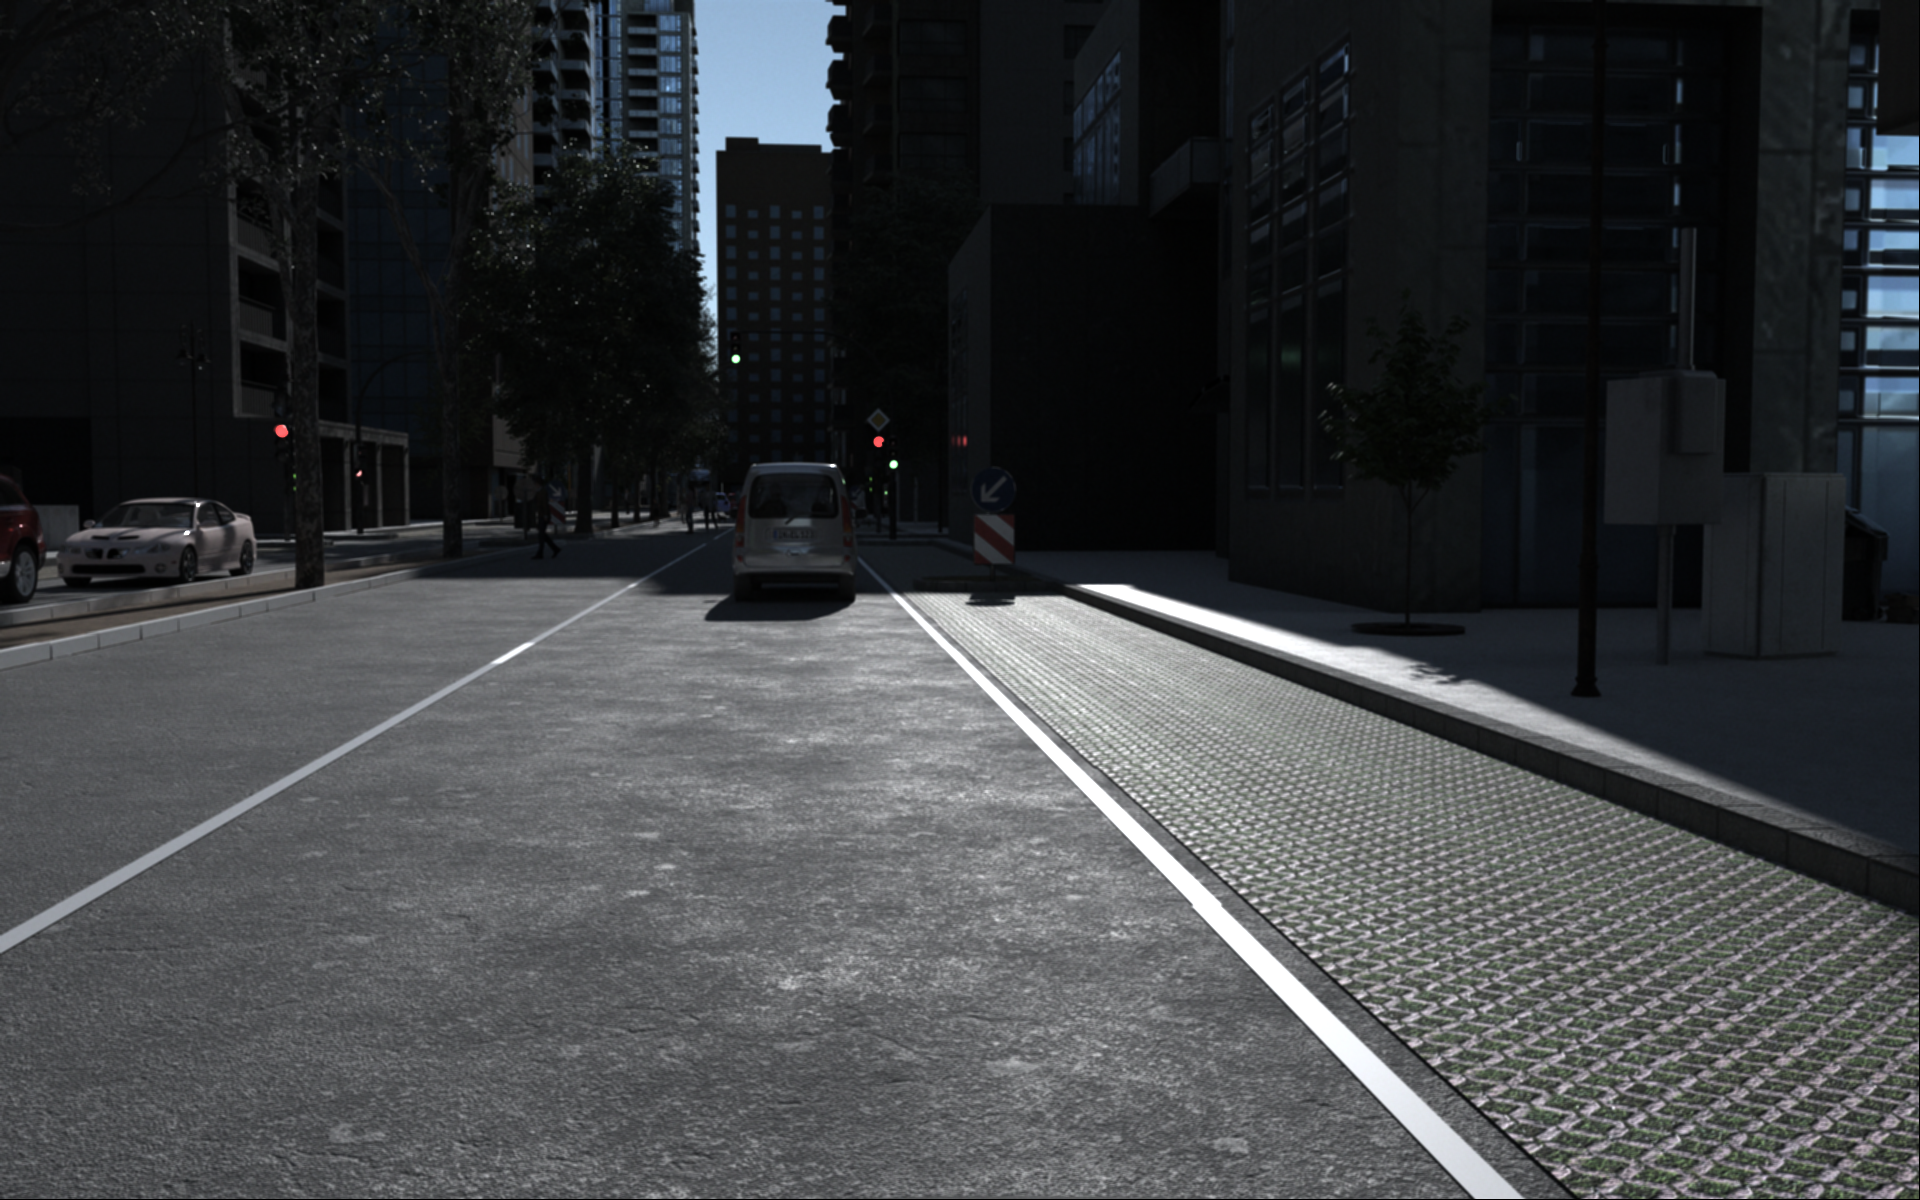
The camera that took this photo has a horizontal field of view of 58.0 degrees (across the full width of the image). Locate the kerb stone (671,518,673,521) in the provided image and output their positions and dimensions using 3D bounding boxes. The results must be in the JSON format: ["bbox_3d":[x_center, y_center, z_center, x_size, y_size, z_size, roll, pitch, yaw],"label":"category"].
[{"bbox_3d":[-15.081,-4.120,89.559,0.120,0.150,1.000,0,4,-5],"label":"kerb stone"}]

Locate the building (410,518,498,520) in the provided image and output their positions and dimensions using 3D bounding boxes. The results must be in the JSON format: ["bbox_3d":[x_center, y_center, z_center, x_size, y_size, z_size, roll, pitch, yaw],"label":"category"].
[{"bbox_3d":[-30.902,-27.021,91.903,14.600,45.320,14.200,0,4,-5],"label":"building"}]

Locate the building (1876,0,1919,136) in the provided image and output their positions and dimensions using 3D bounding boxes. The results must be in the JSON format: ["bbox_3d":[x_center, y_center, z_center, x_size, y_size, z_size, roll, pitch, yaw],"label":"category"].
[{"bbox_3d":[10.708,-19.525,2.833,14.154,41.232,14.086,0,4,-5],"label":"building"}]

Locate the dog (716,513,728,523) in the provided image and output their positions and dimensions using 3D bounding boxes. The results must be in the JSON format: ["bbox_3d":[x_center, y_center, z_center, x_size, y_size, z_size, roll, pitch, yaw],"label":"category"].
[{"bbox_3d":[-11.599,-3.984,84.421,0.406,0.507,0.540,1,4,19],"label":"dog"}]

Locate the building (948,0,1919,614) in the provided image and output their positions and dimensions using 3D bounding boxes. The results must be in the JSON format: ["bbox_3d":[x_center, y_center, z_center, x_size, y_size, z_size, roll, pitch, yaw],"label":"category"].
[{"bbox_3d":[12.265,-44.009,32.225,22.319,86.520,31.000,0,4,-5],"label":"building"}]

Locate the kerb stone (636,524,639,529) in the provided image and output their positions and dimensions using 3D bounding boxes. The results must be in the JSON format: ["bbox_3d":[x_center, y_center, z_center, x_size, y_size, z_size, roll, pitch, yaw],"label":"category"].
[{"bbox_3d":[-13.219,-2.932,70.136,0.120,0.150,1.000,0,4,-5],"label":"kerb stone"}]

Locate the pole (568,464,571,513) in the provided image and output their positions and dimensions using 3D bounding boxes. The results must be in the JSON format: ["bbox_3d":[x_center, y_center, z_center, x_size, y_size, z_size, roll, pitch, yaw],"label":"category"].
[{"bbox_3d":[-26.797,-7.646,118.853,0.158,3.312,0.155,0,3,0],"label":"pole"}]

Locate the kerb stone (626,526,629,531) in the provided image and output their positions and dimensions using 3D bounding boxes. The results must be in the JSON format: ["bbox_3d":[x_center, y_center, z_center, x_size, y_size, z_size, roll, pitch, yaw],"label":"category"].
[{"bbox_3d":[-12.828,-2.679,66.048,0.120,0.150,1.000,0,4,-5],"label":"kerb stone"}]

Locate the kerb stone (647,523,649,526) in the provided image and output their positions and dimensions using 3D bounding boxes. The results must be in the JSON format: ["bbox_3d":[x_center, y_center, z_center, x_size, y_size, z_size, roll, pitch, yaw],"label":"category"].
[{"bbox_3d":[-13.710,-3.245,75.256,0.120,0.150,1.000,0,4,-5],"label":"kerb stone"}]

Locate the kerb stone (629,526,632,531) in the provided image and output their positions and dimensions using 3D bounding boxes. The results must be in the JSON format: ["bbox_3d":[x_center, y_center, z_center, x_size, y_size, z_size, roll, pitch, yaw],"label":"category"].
[{"bbox_3d":[-12.926,-2.745,67.072,0.120,0.150,1.000,0,4,-5],"label":"kerb stone"}]

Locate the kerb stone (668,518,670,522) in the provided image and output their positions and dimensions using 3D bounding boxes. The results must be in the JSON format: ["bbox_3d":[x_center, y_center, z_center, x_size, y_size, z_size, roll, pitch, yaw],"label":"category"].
[{"bbox_3d":[-14.888,-3.995,87.521,0.120,0.150,1.000,0,4,-5],"label":"kerb stone"}]

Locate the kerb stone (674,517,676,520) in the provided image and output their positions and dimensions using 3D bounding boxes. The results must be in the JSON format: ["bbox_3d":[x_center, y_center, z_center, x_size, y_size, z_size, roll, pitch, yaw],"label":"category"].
[{"bbox_3d":[-15.275,-4.241,91.616,0.120,0.150,1.000,0,4,-5],"label":"kerb stone"}]

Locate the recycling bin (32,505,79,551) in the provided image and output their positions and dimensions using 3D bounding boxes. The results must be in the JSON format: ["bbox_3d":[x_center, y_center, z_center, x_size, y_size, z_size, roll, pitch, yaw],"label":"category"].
[{"bbox_3d":[-20.589,-1.644,39.427,0.722,1.027,0.722,2,4,29],"label":"recycling bin"}]

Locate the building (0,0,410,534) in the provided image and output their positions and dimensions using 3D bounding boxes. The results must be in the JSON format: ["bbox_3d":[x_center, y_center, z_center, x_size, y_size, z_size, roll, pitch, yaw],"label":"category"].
[{"bbox_3d":[-32.010,-38.183,62.541,20.563,71.187,20.611,0,4,-5],"label":"building"}]

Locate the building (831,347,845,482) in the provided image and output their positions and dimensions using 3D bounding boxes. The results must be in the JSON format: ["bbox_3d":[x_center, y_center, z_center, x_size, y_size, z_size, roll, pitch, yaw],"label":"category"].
[{"bbox_3d":[-0.316,-21.373,194.493,27.650,21.520,28.899,0,4,-5],"label":"building"}]

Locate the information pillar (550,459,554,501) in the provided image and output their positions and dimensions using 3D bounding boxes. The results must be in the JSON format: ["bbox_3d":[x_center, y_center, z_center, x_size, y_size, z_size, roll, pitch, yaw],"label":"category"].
[{"bbox_3d":[-25.832,-7.233,109.617,0.183,3.616,0.504,0,4,7],"label":"information pillar"}]

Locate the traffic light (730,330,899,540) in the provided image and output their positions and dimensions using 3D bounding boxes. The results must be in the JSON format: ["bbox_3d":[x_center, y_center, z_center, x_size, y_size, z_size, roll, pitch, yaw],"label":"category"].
[{"bbox_3d":[-3.989,-4.503,48.296,4.771,5.953,1.251,0,4,-5],"label":"traffic light"}]

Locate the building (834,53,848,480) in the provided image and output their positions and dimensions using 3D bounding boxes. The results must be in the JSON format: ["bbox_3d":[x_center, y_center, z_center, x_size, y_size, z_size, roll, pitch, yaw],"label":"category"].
[{"bbox_3d":[-4.677,-31.901,171.684,14.600,45.320,14.200,0,4,-5],"label":"building"}]

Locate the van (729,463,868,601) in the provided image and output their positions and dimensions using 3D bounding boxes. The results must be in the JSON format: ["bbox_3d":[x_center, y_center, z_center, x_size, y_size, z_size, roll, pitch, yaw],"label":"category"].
[{"bbox_3d":[-2.311,-1.078,24.633,2.013,2.044,4.112,0,4,-4],"label":"van"}]

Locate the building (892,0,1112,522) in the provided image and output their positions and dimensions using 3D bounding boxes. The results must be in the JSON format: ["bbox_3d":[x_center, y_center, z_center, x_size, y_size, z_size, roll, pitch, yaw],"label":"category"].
[{"bbox_3d":[3.558,-19.219,85.939,14.160,30.474,14.107,0,4,-5],"label":"building"}]

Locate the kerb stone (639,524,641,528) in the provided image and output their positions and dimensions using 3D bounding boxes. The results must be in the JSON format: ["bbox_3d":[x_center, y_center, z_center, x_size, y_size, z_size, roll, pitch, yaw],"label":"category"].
[{"bbox_3d":[-13.321,-2.995,71.156,0.120,0.150,1.000,0,4,-5],"label":"kerb stone"}]

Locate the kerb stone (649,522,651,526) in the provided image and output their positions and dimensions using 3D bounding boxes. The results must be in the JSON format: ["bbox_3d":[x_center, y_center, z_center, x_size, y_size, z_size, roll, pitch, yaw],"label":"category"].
[{"bbox_3d":[-13.816,-3.308,76.278,0.120,0.150,1.000,0,4,-5],"label":"kerb stone"}]

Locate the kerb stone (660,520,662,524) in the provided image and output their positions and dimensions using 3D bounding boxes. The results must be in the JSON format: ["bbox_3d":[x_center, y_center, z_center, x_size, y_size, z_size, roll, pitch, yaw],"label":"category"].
[{"bbox_3d":[-14.400,-3.683,82.407,0.120,0.150,1.000,0,4,-5],"label":"kerb stone"}]

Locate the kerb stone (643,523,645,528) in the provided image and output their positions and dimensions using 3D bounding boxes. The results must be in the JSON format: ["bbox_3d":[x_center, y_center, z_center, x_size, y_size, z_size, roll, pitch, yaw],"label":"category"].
[{"bbox_3d":[-13.519,-3.120,73.214,0.120,0.150,1.000,0,4,-5],"label":"kerb stone"}]

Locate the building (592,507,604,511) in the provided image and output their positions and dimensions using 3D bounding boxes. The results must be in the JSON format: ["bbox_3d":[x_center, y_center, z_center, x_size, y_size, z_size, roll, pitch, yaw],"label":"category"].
[{"bbox_3d":[-40.727,-50.736,142.209,22.319,86.520,31.000,0,4,-5],"label":"building"}]

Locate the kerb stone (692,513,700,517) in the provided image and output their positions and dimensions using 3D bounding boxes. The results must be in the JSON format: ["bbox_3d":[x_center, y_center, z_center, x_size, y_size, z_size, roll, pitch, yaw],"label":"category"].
[{"bbox_3d":[-17.536,-5.674,115.102,0.120,0.150,1.000,0,4,-5],"label":"kerb stone"}]

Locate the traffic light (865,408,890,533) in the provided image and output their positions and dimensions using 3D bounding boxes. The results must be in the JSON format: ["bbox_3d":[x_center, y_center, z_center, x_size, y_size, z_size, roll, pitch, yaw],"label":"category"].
[{"bbox_3d":[-2.679,-4.139,56.585,0.839,4.253,0.868,0,4,-5],"label":"traffic light"}]

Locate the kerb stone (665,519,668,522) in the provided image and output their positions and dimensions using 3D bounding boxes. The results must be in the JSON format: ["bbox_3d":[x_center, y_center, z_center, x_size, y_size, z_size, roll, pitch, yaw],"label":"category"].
[{"bbox_3d":[-14.790,-3.930,86.498,0.120,0.150,1.000,0,4,-5],"label":"kerb stone"}]

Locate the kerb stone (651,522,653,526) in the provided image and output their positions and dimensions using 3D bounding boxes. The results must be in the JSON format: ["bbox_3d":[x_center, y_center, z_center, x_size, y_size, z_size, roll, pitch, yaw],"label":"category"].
[{"bbox_3d":[-13.903,-3.371,77.306,0.120,0.150,1.000,0,4,-5],"label":"kerb stone"}]

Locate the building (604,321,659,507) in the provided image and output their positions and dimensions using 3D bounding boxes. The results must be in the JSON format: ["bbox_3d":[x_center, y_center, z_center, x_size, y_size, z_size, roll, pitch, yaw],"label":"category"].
[{"bbox_3d":[-48.881,-21.105,190.098,28.899,21.520,27.650,0,4,-5],"label":"building"}]

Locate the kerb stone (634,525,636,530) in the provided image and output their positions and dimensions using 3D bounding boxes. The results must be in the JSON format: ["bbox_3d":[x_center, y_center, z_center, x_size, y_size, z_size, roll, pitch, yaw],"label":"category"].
[{"bbox_3d":[-13.125,-2.870,69.118,0.120,0.150,1.000,0,4,-5],"label":"kerb stone"}]

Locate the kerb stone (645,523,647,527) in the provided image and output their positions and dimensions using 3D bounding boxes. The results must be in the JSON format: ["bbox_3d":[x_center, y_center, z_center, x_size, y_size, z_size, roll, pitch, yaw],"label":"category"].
[{"bbox_3d":[-13.614,-3.183,74.238,0.120,0.150,1.000,0,4,-5],"label":"kerb stone"}]

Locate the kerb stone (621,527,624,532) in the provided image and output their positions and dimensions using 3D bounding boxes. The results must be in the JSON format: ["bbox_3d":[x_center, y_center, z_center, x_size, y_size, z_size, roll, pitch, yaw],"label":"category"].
[{"bbox_3d":[-12.636,-2.557,63.997,0.120,0.150,1.000,0,4,-5],"label":"kerb stone"}]

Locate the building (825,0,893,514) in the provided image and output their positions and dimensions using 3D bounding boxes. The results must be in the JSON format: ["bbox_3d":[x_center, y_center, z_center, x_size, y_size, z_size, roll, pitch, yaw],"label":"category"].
[{"bbox_3d":[2.142,-28.312,117.527,22.147,44.769,28.867,0,4,-5],"label":"building"}]

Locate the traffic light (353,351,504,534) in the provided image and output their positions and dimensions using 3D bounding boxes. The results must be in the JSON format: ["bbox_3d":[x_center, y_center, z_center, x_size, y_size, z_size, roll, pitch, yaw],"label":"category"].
[{"bbox_3d":[-16.990,-4.928,55.234,4.771,5.953,1.251,0,4,-5],"label":"traffic light"}]

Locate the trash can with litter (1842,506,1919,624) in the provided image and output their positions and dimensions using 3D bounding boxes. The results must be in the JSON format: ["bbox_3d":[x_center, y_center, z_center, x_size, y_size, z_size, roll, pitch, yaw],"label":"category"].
[{"bbox_3d":[9.319,-0.375,17.513,0.624,1.170,1.055,-3,5,-39],"label":"trash can with litter"}]

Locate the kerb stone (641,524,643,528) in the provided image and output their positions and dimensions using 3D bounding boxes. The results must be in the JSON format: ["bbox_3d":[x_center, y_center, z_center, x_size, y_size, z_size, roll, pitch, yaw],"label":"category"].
[{"bbox_3d":[-13.420,-3.049,72.187,0.120,0.150,1.000,0,4,-5],"label":"kerb stone"}]

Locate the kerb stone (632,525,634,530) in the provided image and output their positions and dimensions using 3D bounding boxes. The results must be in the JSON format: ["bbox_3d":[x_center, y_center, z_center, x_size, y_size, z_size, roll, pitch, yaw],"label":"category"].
[{"bbox_3d":[-13.030,-2.799,68.093,0.120,0.150,1.000,0,4,-5],"label":"kerb stone"}]

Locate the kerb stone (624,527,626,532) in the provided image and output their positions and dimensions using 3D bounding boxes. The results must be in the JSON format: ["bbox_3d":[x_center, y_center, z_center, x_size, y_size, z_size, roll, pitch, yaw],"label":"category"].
[{"bbox_3d":[-12.730,-2.616,65.023,0.120,0.150,1.000,0,4,-5],"label":"kerb stone"}]

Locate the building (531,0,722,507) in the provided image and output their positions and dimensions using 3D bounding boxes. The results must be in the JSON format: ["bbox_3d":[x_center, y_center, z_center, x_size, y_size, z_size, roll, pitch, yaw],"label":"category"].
[{"bbox_3d":[-46.549,-55.586,221.496,31.000,86.520,22.319,0,4,-5],"label":"building"}]

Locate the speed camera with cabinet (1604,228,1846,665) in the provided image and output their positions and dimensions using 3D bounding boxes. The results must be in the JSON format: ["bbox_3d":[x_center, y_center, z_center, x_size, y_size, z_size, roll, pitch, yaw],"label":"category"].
[{"bbox_3d":[5.967,-1.170,13.459,2.038,3.252,0.660,-2,4,-26],"label":"speed camera with cabinet"}]

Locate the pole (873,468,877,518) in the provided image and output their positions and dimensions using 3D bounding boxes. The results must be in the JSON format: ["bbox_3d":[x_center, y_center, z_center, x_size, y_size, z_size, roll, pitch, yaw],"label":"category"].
[{"bbox_3d":[-4.498,-6.002,91.977,0.158,3.312,0.155,0,3,0],"label":"pole"}]

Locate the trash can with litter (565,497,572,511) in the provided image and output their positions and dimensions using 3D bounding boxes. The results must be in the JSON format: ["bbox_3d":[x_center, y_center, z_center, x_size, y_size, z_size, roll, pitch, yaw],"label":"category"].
[{"bbox_3d":[-29.192,-7.144,128.198,1.055,1.170,0.624,-1,4,-17],"label":"trash can with litter"}]

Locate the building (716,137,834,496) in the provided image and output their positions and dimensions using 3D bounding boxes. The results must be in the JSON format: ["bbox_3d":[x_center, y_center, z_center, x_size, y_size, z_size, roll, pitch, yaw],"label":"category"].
[{"bbox_3d":[-23.471,-34.915,220.974,14.200,45.320,14.600,0,4,-5],"label":"building"}]

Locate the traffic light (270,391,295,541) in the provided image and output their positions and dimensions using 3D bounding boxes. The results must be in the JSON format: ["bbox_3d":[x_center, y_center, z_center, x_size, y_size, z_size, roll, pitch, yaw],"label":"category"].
[{"bbox_3d":[-18.300,-3.555,47.051,0.839,4.253,0.868,0,4,-5],"label":"traffic light"}]

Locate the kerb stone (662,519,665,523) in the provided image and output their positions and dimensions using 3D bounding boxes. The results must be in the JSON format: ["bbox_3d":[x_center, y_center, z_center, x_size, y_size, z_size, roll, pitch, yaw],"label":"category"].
[{"bbox_3d":[-14.602,-3.808,84.451,0.120,0.150,1.000,0,4,-5],"label":"kerb stone"}]
